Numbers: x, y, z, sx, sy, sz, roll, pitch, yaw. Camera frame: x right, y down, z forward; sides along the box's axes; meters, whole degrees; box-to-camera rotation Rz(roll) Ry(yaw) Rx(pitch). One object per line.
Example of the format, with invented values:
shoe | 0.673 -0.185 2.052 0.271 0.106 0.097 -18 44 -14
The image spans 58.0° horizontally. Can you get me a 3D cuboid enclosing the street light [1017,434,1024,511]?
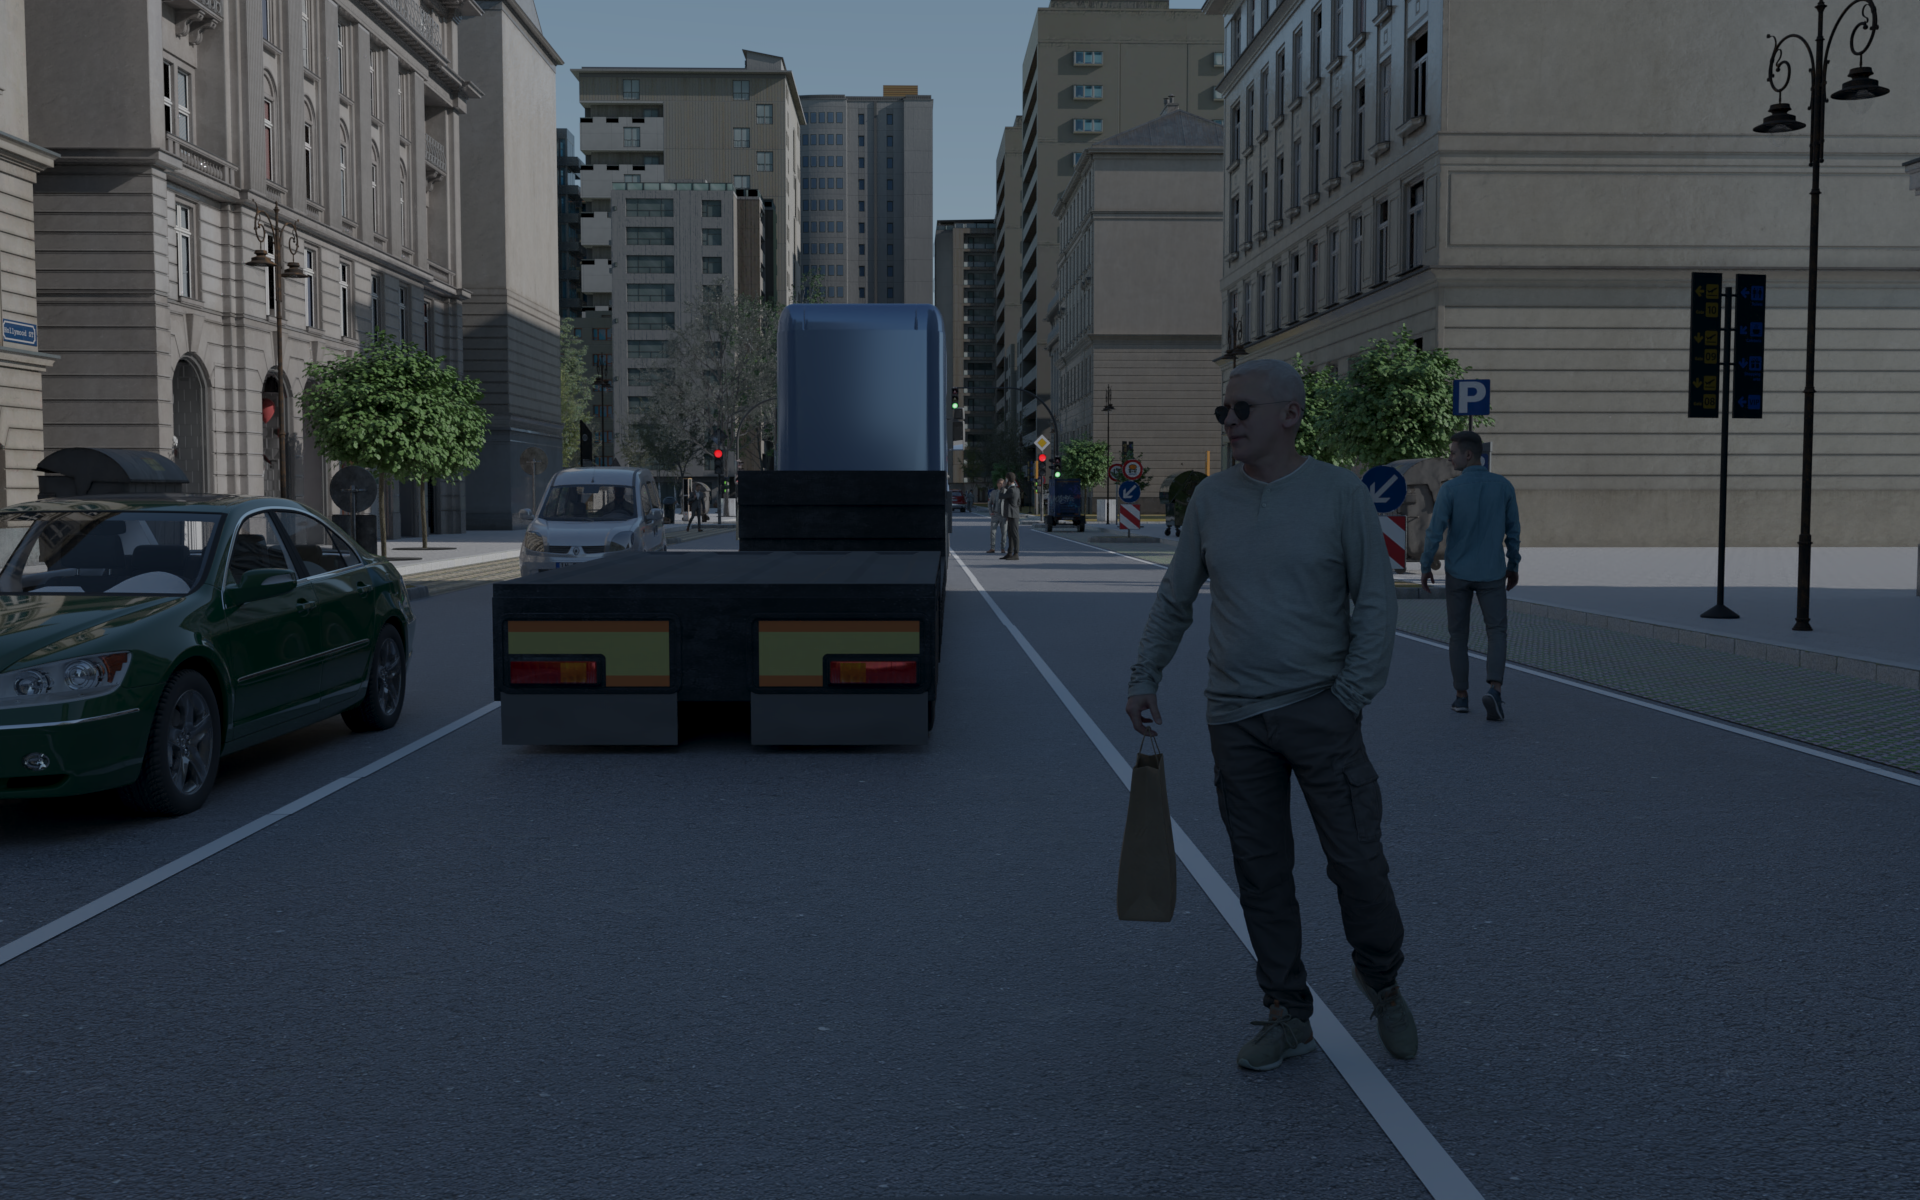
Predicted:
street light | 4.495 -9.481 127.797 0.468 5.910 1.993 0 4 -2

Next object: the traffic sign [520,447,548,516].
traffic sign | -11.514 -2.857 46.817 0.768 2.556 0.104 0 4 -1

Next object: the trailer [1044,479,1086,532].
trailer | 3.927 -3.604 65.974 1.471 1.999 3.904 0 4 -2

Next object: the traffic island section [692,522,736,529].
traffic island section | -10.206 -3.125 73.372 2.009 0.180 2.903 0 4 -2

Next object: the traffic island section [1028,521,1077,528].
traffic island section | 4.129 -3.151 73.804 2.009 0.180 2.903 0 4 -2

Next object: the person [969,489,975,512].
person | 0.936 -7.765 135.634 0.466 1.800 0.511 -1 4 -17

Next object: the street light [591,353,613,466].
street light | -11.668 -5.127 56.618 0.468 5.910 1.993 0 4 -2

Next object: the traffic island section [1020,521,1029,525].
traffic island section | 3.885 -3.639 81.785 2.009 0.180 2.903 0 4 -2

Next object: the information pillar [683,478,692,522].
information pillar | -12.703 -4.664 80.751 0.304 2.012 0.304 2 4 24

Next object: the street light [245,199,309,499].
street light | -10.785 -3.346 27.500 0.468 5.910 1.993 0 4 -2

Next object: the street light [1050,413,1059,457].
street light | 5.411 -7.743 99.381 0.468 5.910 1.993 0 4 -2

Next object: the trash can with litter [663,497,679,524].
trash can with litter | -12.399 -3.821 73.867 0.624 1.170 1.055 0 4 2

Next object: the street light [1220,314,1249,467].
street light | 7.045 -4.388 44.532 0.468 5.910 1.993 0 4 -2

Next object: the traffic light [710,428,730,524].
traffic light | -10.165 -5.157 73.238 0.839 4.253 0.868 0 4 -2

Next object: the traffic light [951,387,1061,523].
traffic light | 2.000 -6.044 73.484 4.771 5.953 1.251 0 4 -2

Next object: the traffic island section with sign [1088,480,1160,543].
traffic island section with sign | 4.821 -2.613 51.343 1.989 1.847 2.006 0 4 -2

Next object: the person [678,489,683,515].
person | -17.327 -6.259 108.176 0.447 1.846 0.655 3 4 37

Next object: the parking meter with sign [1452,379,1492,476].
parking meter with sign | 7.579 -1.793 25.574 0.543 3.016 1.738 1 4 13

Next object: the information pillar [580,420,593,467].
information pillar | -11.804 -3.875 54.709 0.183 3.616 0.504 2 4 30

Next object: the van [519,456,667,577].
van | -5.246 -1.104 25.057 2.013 2.044 4.112 0 4 -4

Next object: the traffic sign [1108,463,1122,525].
traffic sign | 6.490 -4.377 71.669 0.768 2.556 0.104 0 4 2

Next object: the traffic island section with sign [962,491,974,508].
traffic island section with sign | 0.787 -10.695 183.493 1.989 1.847 2.006 0 4 -2

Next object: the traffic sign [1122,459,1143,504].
traffic sign | 6.281 -3.849 63.045 0.768 2.556 0.104 0 4 5

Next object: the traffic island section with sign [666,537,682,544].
traffic island section with sign | -9.178 -2.559 50.460 1.989 1.847 2.006 0 4 -2

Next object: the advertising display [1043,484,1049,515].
advertising display | 5.490 -6.263 107.613 0.974 1.923 0.123 2 4 24

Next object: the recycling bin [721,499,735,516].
recycling bin | -13.157 -5.238 98.201 0.722 1.027 0.722 -1 4 -19

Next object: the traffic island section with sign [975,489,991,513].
traffic island section with sign | 2.318 -7.639 133.527 1.989 1.847 2.006 0 4 -2

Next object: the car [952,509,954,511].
car | -1.530 -8.481 147.337 2.281 1.827 5.304 0 4 -2

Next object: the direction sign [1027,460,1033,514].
direction sign | 4.612 -7.471 114.142 0.379 3.537 0.876 -1 4 -21

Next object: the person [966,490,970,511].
person | 0.790 -8.244 143.475 0.537 1.800 0.526 -2 4 -24

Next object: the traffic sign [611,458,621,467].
traffic sign | -12.253 -3.770 61.646 0.884 2.594 0.081 0 4 6

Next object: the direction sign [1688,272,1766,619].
direction sign | 7.883 -1.582 17.858 0.876 3.537 0.379 -1 4 -15

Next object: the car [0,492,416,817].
car | -4.360 0.159 9.196 2.131 1.459 4.920 0 4 -1

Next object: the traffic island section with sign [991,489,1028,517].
traffic island section with sign | 3.131 -5.991 106.584 1.989 1.847 2.006 0 4 -2

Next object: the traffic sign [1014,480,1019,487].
traffic sign | 4.096 -8.073 132.002 0.884 2.594 0.081 0 3 0

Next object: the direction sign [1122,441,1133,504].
direction sign | 7.181 -5.030 74.244 0.379 3.537 0.876 3 4 37

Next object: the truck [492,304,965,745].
truck | -1.379 -1.772 18.731 2.967 4.110 18.799 0 4 0

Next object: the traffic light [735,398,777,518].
traffic light | -8.321 -6.523 81.318 4.771 5.953 1.251 0 4 -2

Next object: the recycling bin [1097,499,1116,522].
recycling bin | 6.890 -4.194 81.125 0.722 1.027 0.722 -2 4 -26

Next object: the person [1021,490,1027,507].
person | 6.001 -9.876 167.609 1.348 1.812 0.705 3 5 43

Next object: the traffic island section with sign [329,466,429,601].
traffic island section with sign | -8.359 -0.911 23.517 1.989 1.847 2.006 0 4 -2

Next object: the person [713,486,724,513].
person | -15.797 -6.611 114.094 0.822 1.834 0.622 1 4 20

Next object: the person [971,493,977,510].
person | 1.066 -8.460 147.577 0.760 1.731 0.466 0 4 5

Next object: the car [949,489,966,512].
car | -0.629 -7.838 136.821 2.281 1.827 5.304 0 4 -2

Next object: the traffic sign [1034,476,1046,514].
traffic sign | 5.225 -6.925 113.322 0.768 2.556 0.104 0 4 2

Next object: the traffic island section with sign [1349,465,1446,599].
traffic island section with sign | 5.642 -0.965 24.401 1.989 1.847 2.006 0 4 -2

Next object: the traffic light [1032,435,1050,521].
traffic light | 3.845 -5.673 81.670 0.839 4.253 0.868 0 4 -2

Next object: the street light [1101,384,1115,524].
street light | 6.243 -6.126 72.952 0.468 5.910 1.993 0 4 -2

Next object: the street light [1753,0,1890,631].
street light | 7.925 -2.650 16.115 0.468 5.910 1.993 0 4 -2

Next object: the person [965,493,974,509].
person | 0.770 -8.970 155.274 0.853 1.813 0.709 3 5 43
